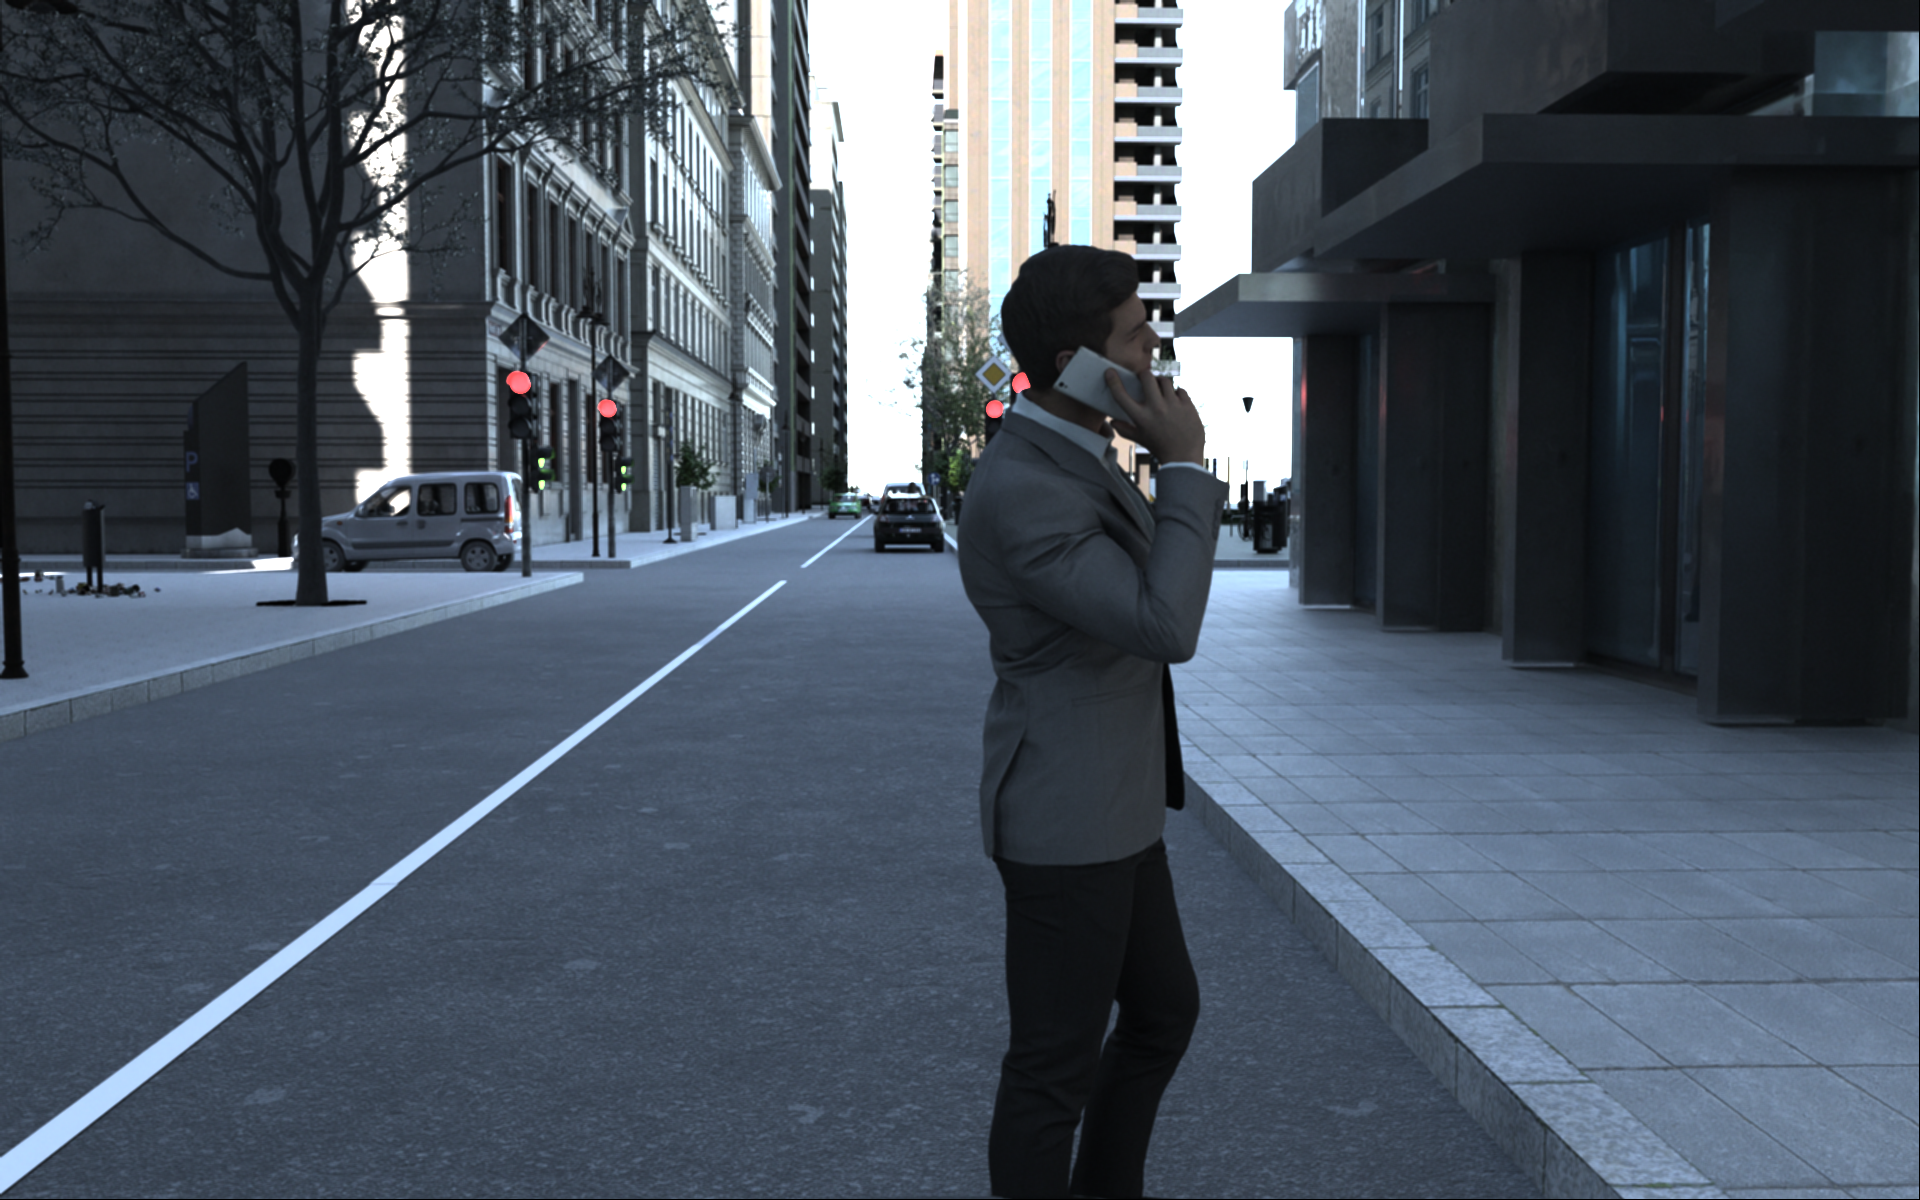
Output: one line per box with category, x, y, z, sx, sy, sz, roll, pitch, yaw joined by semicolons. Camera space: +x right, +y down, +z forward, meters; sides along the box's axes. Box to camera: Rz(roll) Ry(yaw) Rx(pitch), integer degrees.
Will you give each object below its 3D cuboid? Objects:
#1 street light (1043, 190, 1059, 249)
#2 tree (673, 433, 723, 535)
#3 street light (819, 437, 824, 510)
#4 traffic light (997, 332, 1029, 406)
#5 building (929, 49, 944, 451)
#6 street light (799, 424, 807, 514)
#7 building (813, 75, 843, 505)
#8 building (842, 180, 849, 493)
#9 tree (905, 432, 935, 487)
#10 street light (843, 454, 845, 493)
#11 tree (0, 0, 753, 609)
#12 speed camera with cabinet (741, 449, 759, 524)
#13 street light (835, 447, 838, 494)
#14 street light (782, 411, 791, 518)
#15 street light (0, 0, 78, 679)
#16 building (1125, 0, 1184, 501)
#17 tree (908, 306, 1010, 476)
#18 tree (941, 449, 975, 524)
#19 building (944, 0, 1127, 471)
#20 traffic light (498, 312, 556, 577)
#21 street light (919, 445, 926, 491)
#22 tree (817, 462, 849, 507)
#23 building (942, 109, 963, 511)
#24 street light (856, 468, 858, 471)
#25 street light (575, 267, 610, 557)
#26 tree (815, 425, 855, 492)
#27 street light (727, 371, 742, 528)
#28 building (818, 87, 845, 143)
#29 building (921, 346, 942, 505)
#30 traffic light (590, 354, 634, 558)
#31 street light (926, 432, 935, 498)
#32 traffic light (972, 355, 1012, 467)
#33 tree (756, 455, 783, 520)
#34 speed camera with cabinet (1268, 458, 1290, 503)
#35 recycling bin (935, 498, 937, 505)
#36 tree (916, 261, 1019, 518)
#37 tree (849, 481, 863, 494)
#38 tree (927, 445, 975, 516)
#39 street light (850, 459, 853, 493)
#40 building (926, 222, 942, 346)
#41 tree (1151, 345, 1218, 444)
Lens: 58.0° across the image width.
street light;1.364;-3.298;26.717;0.468;5.910;1.993;0;4;-2
tree;-8.553;-3.663;54.498;1.663;3.219;1.824;0;3;0
street light;-11.247;-10.283;140.906;0.468;5.910;1.993;0;4;-2
traffic light;0.945;-2.333;27.067;0.839;4.253;0.868;0;4;-2
building;8.171;-31.552;170.502;22.147;44.769;28.867;0;4;-2
street light;-10.083;-8.484;111.504;0.468;5.910;1.993;0;4;-2
building;-25.284;-35.504;204.193;21.300;48.544;21.600;0;4;-2
building;-27.333;-38.499;253.155;21.300;48.544;21.600;0;4;-2
tree;-4.188;-15.170;198.387;4.360;8.622;3.978;0;3;0
street light;-13.072;-13.578;194.788;0.468;5.910;1.993;0;4;-2
tree;-7.555;-6.690;19.748;12.009;13.543;11.850;0;3;0
speed camera with cabinet;-9.225;-4.987;75.873;0.660;3.252;2.038;-1;4;-12
street light;-12.175;-12.102;170.649;0.468;5.910;1.993;0;4;-2
street light;-9.481;-7.454;94.667;0.468;5.910;1.993;0;4;-2
street light;-6.610;-2.394;11.923;0.468;5.910;1.993;0;4;-2
building;7.063;-28.649;118.523;14.600;45.320;14.200;0;4;-2
tree;0.332;-7.126;66.870;4.737;8.622;4.395;0;3;0
tree;-0.153;-4.847;73.852;1.663;3.219;1.824;0;3;0
building;5.719;-30.436;147.746;14.600;45.320;14.200;0;4;-2
traffic light;-6.711;-2.316;26.784;0.839;4.253;0.868;0;4;-2
street light;-3.201;-11.236;156.499;0.468;5.910;1.993;0;4;-2
tree;-13.138;-11.935;178.844;4.285;4.588;4.351;0;3;0
building;5.586;-22.135;133.610;14.160;30.474;14.107;0;4;-2
street light;-15.098;-17.175;253.603;0.468;5.910;1.993;0;4;-2
street light;-7.474;-3.828;35.377;0.468;5.910;1.993;0;4;-2
tree;-13.522;-14.297;184.126;4.360;8.622;3.978;0;3;0
street light;-8.464;-5.652;65.200;0.468;5.910;1.993;0;4;-2
building;-29.780;-39.094;228.424;28.713;52.752;27.495;0;4;-2
building;9.135;-22.788;217.630;27.650;21.520;28.899;0;4;-2
traffic light;-6.991;-2.804;34.764;0.839;4.253;0.868;0;4;-2
street light;-2.045;-9.402;126.505;0.468;5.910;1.993;0;4;-2
traffic light;0.665;-2.821;35.047;0.839;4.253;0.868;0;4;-2
tree;-9.555;-5.535;85.104;1.663;3.219;1.824;0;3;0
speed camera with cabinet;17.323;-6.163;95.097;2.038;3.252;0.660;-1;4;-14
recycling bin;-1.834;-5.914;109.255;0.722;1.027;0.722;0;4;-2
tree;-0.515;-11.107;91.966;12.009;13.543;11.850;0;3;0
tree;-15.463;-16.161;258.840;1.663;3.219;1.824;0;3;0
tree;-0.402;-7.310;103.224;4.285;4.588;4.351;0;3;0
street light;-14.057;-15.377;224.196;0.468;5.910;1.993;0;4;-2
building;1.845;-35.389;262.201;14.154;41.232;14.086;0;4;-2
tree;10.637;-8.342;86.757;4.737;8.622;4.395;0;3;0
